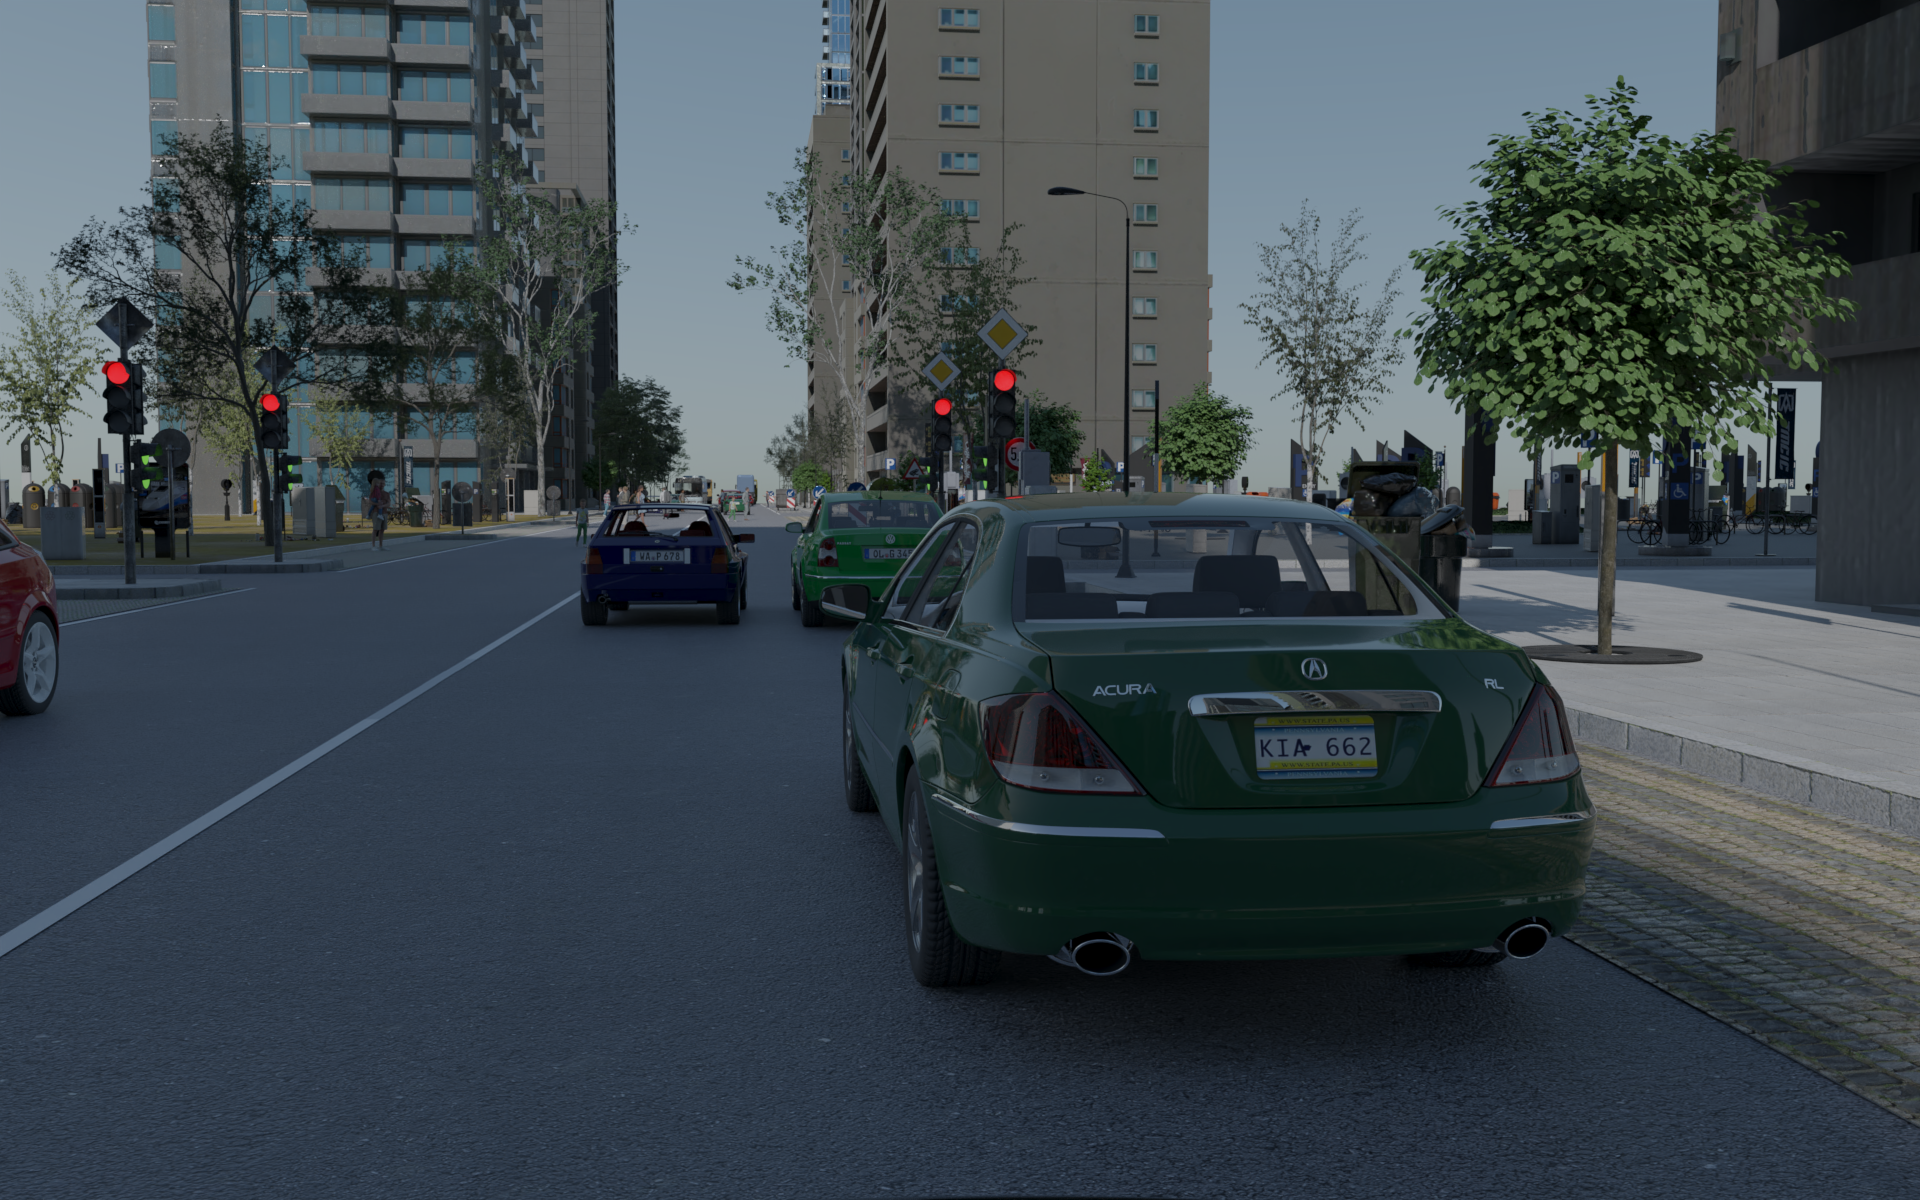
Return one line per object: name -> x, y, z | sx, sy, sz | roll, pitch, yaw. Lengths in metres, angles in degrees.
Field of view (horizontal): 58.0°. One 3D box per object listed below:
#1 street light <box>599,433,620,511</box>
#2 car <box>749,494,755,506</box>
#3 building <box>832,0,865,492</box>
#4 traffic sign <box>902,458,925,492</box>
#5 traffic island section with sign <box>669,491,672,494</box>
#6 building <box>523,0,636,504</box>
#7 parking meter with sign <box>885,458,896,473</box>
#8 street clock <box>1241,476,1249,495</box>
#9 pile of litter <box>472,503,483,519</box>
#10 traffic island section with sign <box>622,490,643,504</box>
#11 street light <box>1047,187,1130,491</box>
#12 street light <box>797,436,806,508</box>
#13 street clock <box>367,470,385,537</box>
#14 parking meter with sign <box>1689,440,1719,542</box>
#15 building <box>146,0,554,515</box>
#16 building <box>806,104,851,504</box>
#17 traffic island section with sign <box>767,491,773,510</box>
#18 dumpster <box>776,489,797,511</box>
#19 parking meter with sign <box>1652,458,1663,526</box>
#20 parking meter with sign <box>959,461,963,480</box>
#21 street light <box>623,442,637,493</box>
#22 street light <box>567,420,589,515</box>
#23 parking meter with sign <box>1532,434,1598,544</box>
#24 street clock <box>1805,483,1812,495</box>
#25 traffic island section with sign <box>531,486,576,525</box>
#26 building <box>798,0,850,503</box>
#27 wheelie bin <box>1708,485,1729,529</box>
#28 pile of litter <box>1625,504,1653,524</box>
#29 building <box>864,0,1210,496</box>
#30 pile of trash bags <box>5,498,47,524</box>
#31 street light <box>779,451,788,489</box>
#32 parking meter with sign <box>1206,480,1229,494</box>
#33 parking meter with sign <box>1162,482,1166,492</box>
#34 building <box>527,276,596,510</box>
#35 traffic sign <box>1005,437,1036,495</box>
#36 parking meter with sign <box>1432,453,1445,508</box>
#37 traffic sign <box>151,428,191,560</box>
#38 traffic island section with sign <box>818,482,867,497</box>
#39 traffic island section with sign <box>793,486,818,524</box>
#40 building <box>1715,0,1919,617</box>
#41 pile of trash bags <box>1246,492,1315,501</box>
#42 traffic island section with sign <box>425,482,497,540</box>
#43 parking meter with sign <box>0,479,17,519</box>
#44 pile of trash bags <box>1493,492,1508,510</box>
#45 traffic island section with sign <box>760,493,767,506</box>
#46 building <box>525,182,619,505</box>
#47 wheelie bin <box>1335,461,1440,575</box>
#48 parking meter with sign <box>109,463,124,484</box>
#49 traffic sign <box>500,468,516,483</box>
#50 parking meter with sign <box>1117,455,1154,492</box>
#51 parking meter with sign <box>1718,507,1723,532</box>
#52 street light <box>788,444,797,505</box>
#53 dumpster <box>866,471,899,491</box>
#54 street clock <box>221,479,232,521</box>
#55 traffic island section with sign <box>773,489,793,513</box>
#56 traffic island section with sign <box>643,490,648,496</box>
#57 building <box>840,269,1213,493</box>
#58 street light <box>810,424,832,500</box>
street light -> -26.777, -9.725, 131.550 | 1.470, 5.913, 1.316 | 0, 4, -7
car -> -26.296, -12.466, 212.851 | 2.155, 1.783, 4.494 | 0, 4, -7
building -> -2.232, -44.852, 171.579 | 20.563, 71.187, 20.611 | 0, 4, -7
traffic sign -> -1.612, -3.772, 61.677 | 0.884, 2.594, 0.081 | 0, 4, 1
traffic island section with sign -> -39.057, -14.139, 239.805 | 1.989, 1.847, 2.006 | 0, 4, -7
building -> -52.876, -48.069, 224.177 | 20.563, 71.187, 20.611 | 0, 4, -7
parking meter with sign -> -3.061, -5.448, 85.328 | 0.543, 3.016, 1.738 | 1, 4, 23
street clock -> 11.714, -4.077, 71.226 | 0.358, 2.002, 0.471 | 1, 4, 19
pile of litter -> -25.695, -4.691, 90.657 | 1.176, 0.858, 1.719 | -3, 5, -39
traffic island section with sign -> -25.434, -7.545, 131.988 | 1.989, 1.847, 2.006 | 0, 4, -7
street light -> 2.014, -3.295, 26.408 | 1.470, 5.913, 1.316 | 0, 4, -7
street light -> -12.064, -10.150, 138.494 | 1.470, 5.913, 1.316 | 0, 4, -7
street clock -> -17.589, -2.915, 52.223 | 0.471, 2.002, 0.358 | 0, 4, -4
parking meter with sign -> 20.179, -3.119, 47.257 | 0.543, 3.016, 1.738 | 2, 4, 32
building -> -41.576, -30.622, 120.286 | 23.786, 49.044, 30.456 | 0, 4, -7
building -> -7.720, -36.040, 212.961 | 21.300, 48.544, 21.600 | 0, 4, -7
traffic island section with sign -> -16.450, -9.209, 159.196 | 1.989, 1.847, 2.006 | 0, 4, -7
dumpster -> -15.059, -8.674, 150.037 | 1.865, 1.857, 1.264 | 0, 4, -8
parking meter with sign -> 27.788, -4.391, 68.052 | 0.543, 3.016, 1.738 | 0, 4, 1
parking meter with sign -> -0.318, -5.247, 82.045 | 0.543, 3.016, 1.738 | 3, 5, 42
street light -> -29.821, -11.135, 154.597 | 1.470, 5.913, 1.316 | 0, 4, -7
street light -> -23.875, -8.306, 108.349 | 1.470, 5.913, 1.316 | 0, 4, -7
parking meter with sign -> 15.524, -2.950, 44.493 | 1.738, 3.016, 0.543 | -2, 4, -25
street clock -> 56.635, -6.790, 115.583 | 0.358, 2.002, 0.471 | -1, 4, -21
traffic island section with sign -> -19.021, -4.438, 81.191 | 1.989, 1.847, 2.006 | 0, 4, -7
building -> -12.103, -57.451, 251.995 | 22.319, 86.520, 31.000 | 0, 4, -7
wheelie bin -> 27.496, -3.369, 62.984 | 0.693, 1.594, 0.980 | -3, 5, -43
pile of litter -> 28.941, -3.668, 73.938 | 1.719, 0.858, 1.176 | -2, 4, -35
building -> 4.653, -30.474, 121.947 | 21.300, 48.544, 21.600 | 0, 4, -7
pile of trash bags -> -39.990, -3.920, 73.838 | 1.912, 1.369, 3.447 | 2, 4, 24
street light -> -19.506, -13.741, 197.208 | 1.470, 5.913, 1.316 | 0, 4, -7
parking meter with sign -> 13.044, -5.523, 86.562 | 1.738, 3.016, 0.543 | -1, 4, -23
parking meter with sign -> 12.828, -7.016, 110.970 | 1.738, 3.016, 0.543 | -1, 4, -17
building -> -47.052, -18.670, 150.293 | 27.650, 21.520, 28.899 | 0, 4, -7
traffic sign -> 1.345, -2.375, 38.935 | 0.768, 2.556, 0.104 | 0, 4, 2
parking meter with sign -> 19.710, -4.739, 73.735 | 1.738, 3.016, 0.543 | -1, 4, -16
traffic sign -> -15.279, -2.045, 33.546 | 0.768, 2.556, 0.104 | 0, 4, -3
traffic island section with sign -> -3.541, -2.956, 56.966 | 1.989, 1.847, 2.006 | 0, 4, -7
traffic island section with sign -> -6.926, -4.592, 83.709 | 1.989, 1.847, 2.006 | 0, 4, -7
building -> 15.870, -15.036, 17.534 | 14.160, 30.474, 14.107 | 0, 4, -7
pile of trash bags -> 13.342, -3.749, 71.053 | 1.912, 1.369, 3.447 | -2, 4, -32
traffic island section with sign -> -15.653, -2.802, 54.446 | 1.989, 1.847, 2.006 | 0, 4, -7
parking meter with sign -> -49.146, -5.656, 88.731 | 1.738, 3.016, 0.543 | 0, 4, 3
pile of trash bags -> 29.250, -4.968, 90.983 | 1.912, 1.369, 3.447 | -3, 5, -39
traffic island section with sign -> -26.925, -14.283, 242.158 | 1.989, 1.847, 2.006 | 0, 4, -7
building -> -56.115, -31.217, 202.278 | 32.217, 40.220, 23.993 | 0, 4, -7
wheelie bin -> 4.078, -0.528, 16.539 | 0.980, 1.594, 0.693 | 0, 4, 5
parking meter with sign -> -48.331, -6.288, 99.062 | 1.738, 3.016, 0.543 | 3, 5, 41
traffic sign -> -21.782, -5.100, 83.499 | 0.768, 2.556, 0.104 | 0, 4, -3
parking meter with sign -> 7.457, -4.733, 73.648 | 1.738, 3.016, 0.543 | 2, 4, 26
parking meter with sign -> 24.668, -3.772, 57.936 | 1.738, 3.016, 0.543 | -1, 4, -13
street light -> -15.079, -11.575, 161.793 | 1.470, 5.913, 1.316 | 0, 4, -7
dumpster -> -3.227, -4.346, 73.545 | 1.502, 2.255, 1.985 | 0, 4, -7
street clock -> -35.142, -4.798, 83.020 | 0.358, 2.002, 0.471 | 2, 4, 32
traffic island section with sign -> -13.077, -7.573, 132.452 | 1.989, 1.847, 2.006 | 0, 4, -7
traffic island section with sign -> -28.818, -9.181, 158.730 | 1.989, 1.847, 2.006 | 0, 4, -7
building -> 4.326, -18.592, 149.016 | 27.650, 21.520, 28.899 | 0, 4, -7
street light -> -9.107, -8.725, 115.198 | 1.470, 5.913, 1.316 | 0, 4, -7
